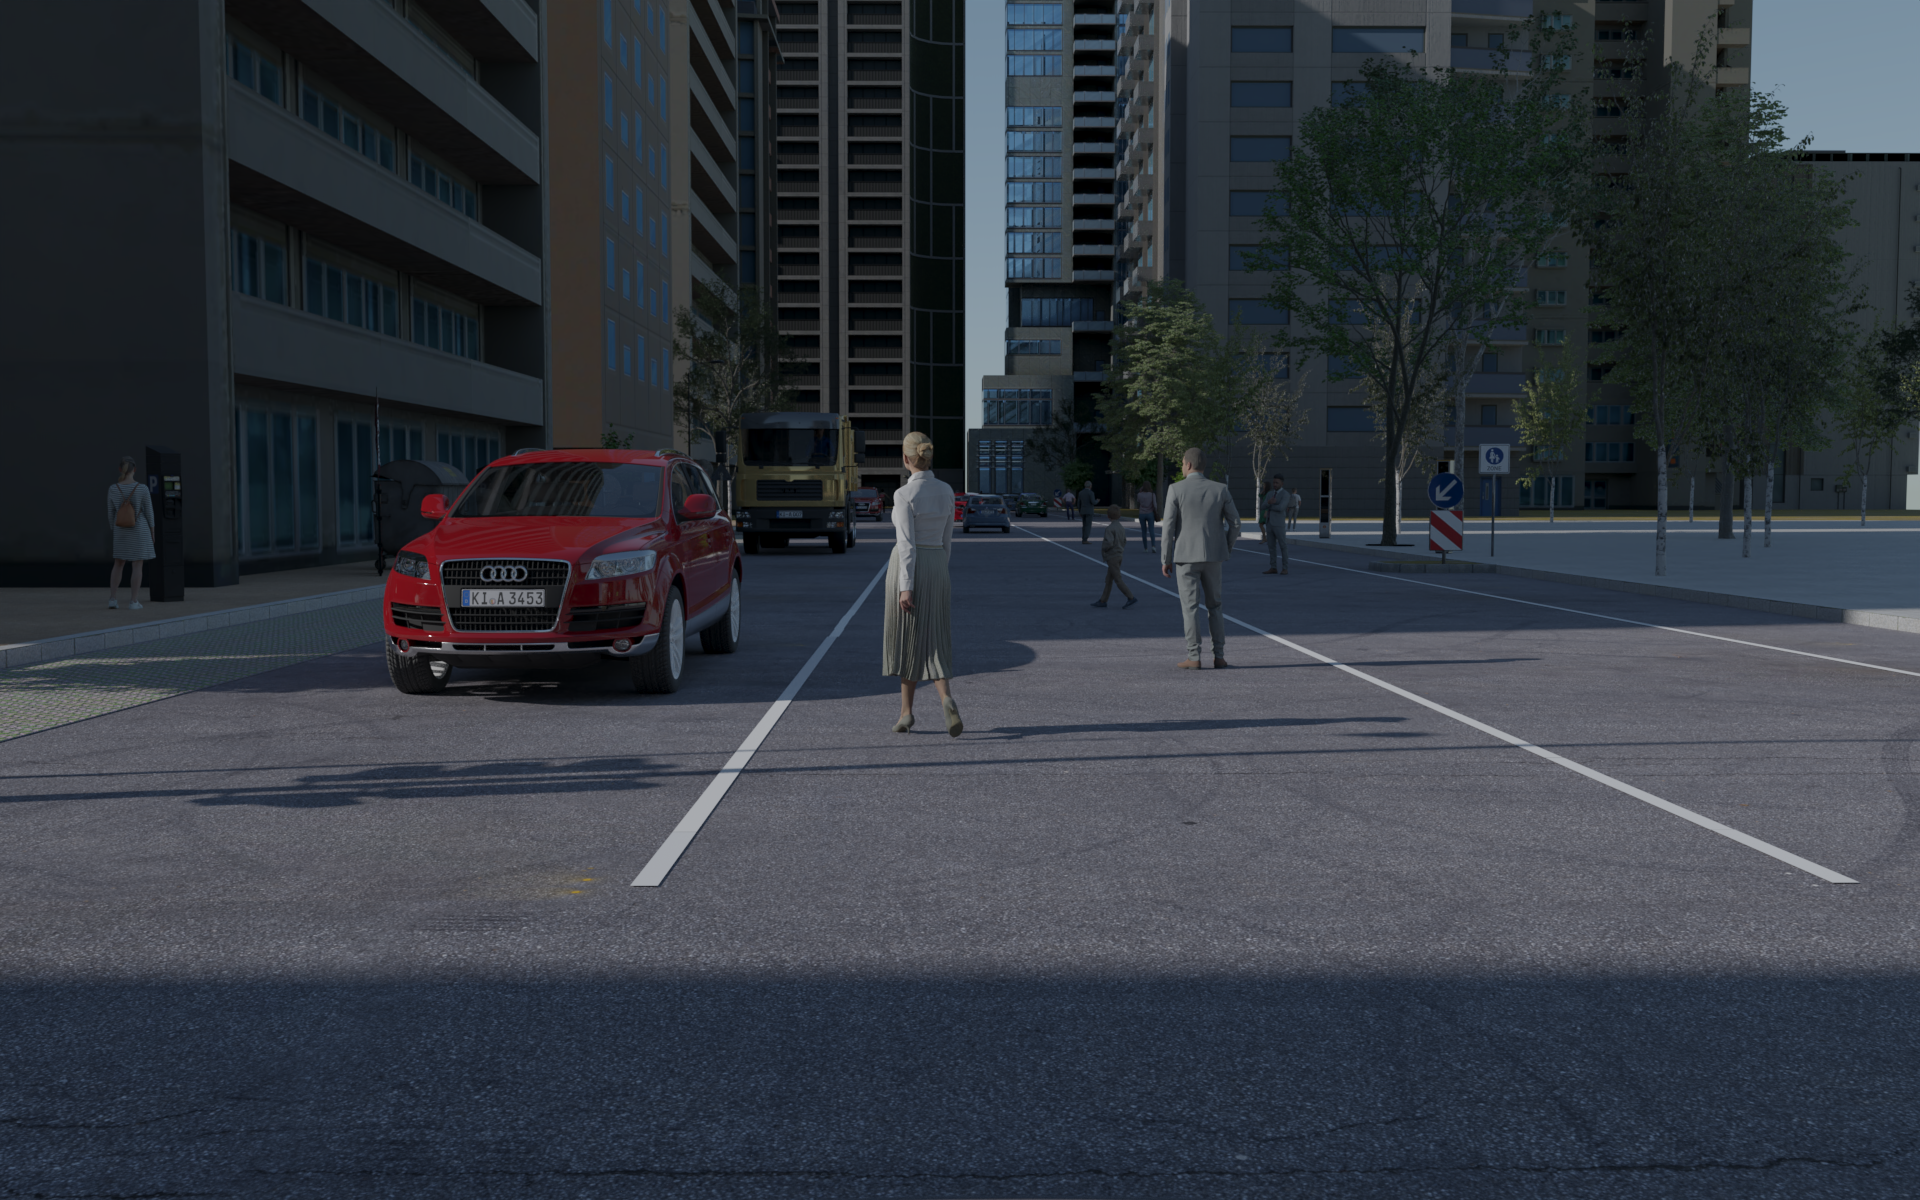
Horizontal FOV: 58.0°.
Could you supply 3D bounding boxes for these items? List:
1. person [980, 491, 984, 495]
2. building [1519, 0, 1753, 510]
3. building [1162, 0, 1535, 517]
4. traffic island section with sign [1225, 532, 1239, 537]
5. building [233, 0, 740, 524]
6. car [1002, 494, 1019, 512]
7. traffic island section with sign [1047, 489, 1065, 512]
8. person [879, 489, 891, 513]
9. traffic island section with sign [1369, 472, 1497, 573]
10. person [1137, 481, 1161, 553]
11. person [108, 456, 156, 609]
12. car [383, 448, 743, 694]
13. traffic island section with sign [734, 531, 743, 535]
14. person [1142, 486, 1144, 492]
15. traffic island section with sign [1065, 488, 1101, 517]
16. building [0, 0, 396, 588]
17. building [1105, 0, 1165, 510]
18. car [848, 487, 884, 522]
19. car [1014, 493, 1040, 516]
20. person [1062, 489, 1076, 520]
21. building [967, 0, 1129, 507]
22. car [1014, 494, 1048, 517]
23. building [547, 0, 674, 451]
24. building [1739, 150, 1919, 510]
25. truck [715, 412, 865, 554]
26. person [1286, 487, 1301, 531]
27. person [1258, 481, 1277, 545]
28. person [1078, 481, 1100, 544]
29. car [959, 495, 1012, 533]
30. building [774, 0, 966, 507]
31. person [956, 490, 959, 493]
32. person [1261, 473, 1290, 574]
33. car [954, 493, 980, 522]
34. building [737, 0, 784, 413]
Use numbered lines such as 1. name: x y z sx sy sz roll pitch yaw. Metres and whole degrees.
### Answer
1. person: 1.891 -8.641 150.603 1.217 1.723 0.721 1 4 20
2. building: 53.342 -31.870 144.781 21.600 48.544 21.300 0 4 -1
3. building: 23.608 -34.742 110.027 21.231 58.520 28.212 0 4 -1
4. traffic island section with sign: 8.419 -3.105 59.397 1.989 1.847 2.006 0 4 -1
5. building: -23.812 -28.703 92.990 21.300 48.544 21.600 0 4 -1
6. car: 3.605 -6.898 124.782 2.014 1.417 4.499 0 4 -2
7. traffic island section with sign: 7.534 -7.816 136.420 1.989 1.847 2.006 0 4 -1
8. person: -5.847 -7.470 130.644 1.348 1.823 0.705 0 4 -4
9. traffic island section with sign: 8.732 -1.449 32.316 1.989 1.847 2.006 0 4 -1
10. person: 4.614 -2.034 42.347 0.593 1.750 0.643 1 4 10
11. person: -9.248 -0.748 19.284 0.512 1.701 0.522 -1 4 -19
12. car: -3.029 -0.333 14.122 2.281 1.827 5.304 0 4 0
13. traffic island section with sign: -7.122 -3.190 60.785 1.989 1.847 2.006 0 4 -1
14. person: 10.307 -5.495 96.603 0.721 1.735 1.217 -1 4 -15
15. traffic island section with sign: 7.845 -6.168 109.466 1.989 1.847 2.006 0 4 -1
16. building: -20.997 -25.010 32.621 21.300 48.544 21.600 0 4 -1
17. building: 24.529 -31.825 139.948 23.786 49.044 30.456 0 4 -1
18. car: -5.132 -5.082 91.764 2.281 1.827 5.304 0 4 -1
19. car: 4.605 -6.525 116.279 1.945 1.707 3.694 0 4 1
20. person: 6.042 -5.281 95.789 0.756 1.711 0.436 1 4 20
21. building: 16.238 -52.959 178.549 31.000 86.520 22.319 0 4 -1
22. car: 4.425 -5.864 107.678 2.131 1.459 4.920 0 4 -1
23. building: -17.890 -24.985 58.608 14.600 45.320 14.200 0 4 -1
24. building: 72.365 -23.095 149.306 14.107 30.474 14.160 0 4 -1
25. truck: -4.022 -2.928 43.789 3.469 3.379 9.791 0 4 -1
26. person: 11.530 -3.145 60.066 0.503 1.515 0.523 -2 4 -28
27. person: 8.718 -2.465 49.057 0.529 1.795 0.600 0 4 1
28. person: 3.698 -2.504 49.613 0.590 1.801 0.661 -3 5 -45
29. car: 0.969 -3.222 64.683 2.014 1.417 4.499 0 3 0
30. building: -9.682 -45.270 178.412 20.611 71.187 20.563 0 4 -1
31. person: -0.212 -7.774 136.267 0.551 1.740 0.621 -1 4 -22
32. person: 5.624 -1.362 30.955 0.511 1.800 0.466 3 4 37
33. car: 0.262 -4.089 75.889 2.155 1.783 4.494 0 4 -2
34. building: -28.035 -29.967 144.589 28.867 44.769 22.147 0 4 -1
